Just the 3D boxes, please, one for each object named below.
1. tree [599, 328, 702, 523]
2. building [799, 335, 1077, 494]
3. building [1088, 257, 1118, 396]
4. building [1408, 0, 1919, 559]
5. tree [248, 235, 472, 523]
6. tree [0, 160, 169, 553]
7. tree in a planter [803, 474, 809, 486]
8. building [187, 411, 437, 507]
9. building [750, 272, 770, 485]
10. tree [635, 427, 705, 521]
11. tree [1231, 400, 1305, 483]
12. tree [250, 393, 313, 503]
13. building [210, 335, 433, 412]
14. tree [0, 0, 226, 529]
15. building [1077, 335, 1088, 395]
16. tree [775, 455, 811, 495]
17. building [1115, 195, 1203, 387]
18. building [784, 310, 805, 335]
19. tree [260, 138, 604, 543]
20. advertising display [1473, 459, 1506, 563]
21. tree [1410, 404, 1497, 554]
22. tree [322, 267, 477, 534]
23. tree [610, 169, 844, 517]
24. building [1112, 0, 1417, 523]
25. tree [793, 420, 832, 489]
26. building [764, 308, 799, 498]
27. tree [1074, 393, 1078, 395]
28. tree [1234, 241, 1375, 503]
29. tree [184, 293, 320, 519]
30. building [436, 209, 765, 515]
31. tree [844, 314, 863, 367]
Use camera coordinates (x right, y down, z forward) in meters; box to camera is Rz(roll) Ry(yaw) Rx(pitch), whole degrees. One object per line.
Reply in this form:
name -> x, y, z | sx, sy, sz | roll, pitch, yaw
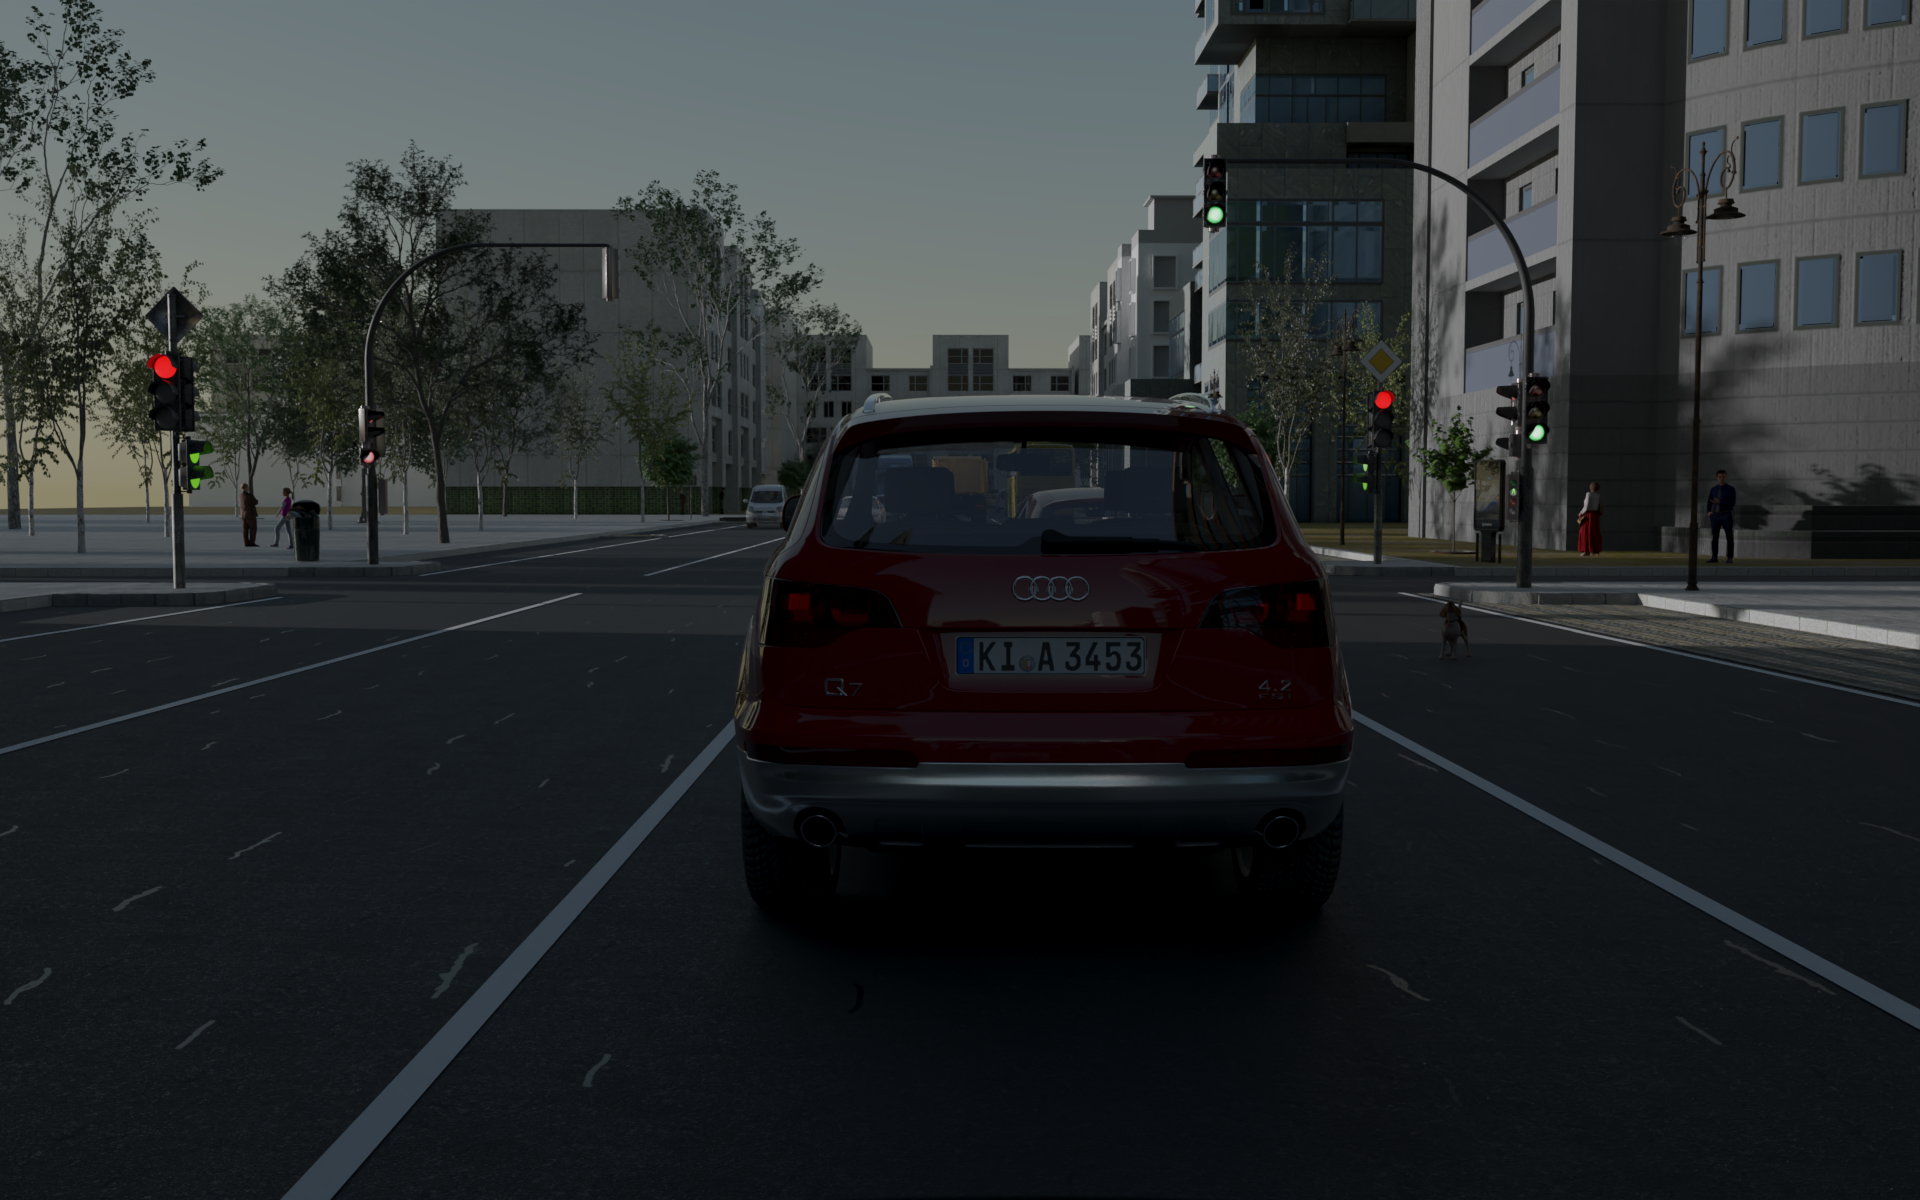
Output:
tree -> -14.053, -7.792, 77.761 | 4.737, 8.622, 4.395 | 0, 3, 0
building -> -3.109, -20.439, 200.635 | 31.486, 18.905, 16.747 | 0, 4, -1
building -> 20.012, -16.552, 137.080 | 16.747, 18.905, 31.486 | 0, 4, -1
building -> 27.699, -30.587, 42.097 | 28.212, 58.520, 21.231 | 0, 4, -1
tree -> -26.368, -9.745, 76.343 | 9.611, 12.733, 9.660 | 0, 3, 0
tree -> -19.430, -5.334, 37.577 | 4.360, 8.622, 3.978 | 0, 3, 0
tree in a planter -> -11.305, -8.323, 133.307 | 1.991, 3.239, 1.994 | 0, 4, -1
building -> -62.898, -14.341, 176.621 | 28.070, 9.664, 9.099 | 0, 4, -1
building -> -24.266, -17.657, 145.119 | 16.016, 20.091, 11.380 | 0, 4, -1
tree -> -14.006, -6.109, 83.591 | 4.285, 4.588, 4.351 | 0, 3, 0
tree -> 10.008, -4.639, 59.567 | 4.285, 4.588, 4.351 | 0, 3, 0
tree -> -39.726, -9.317, 102.694 | 4.360, 8.622, 3.978 | 0, 3, 0
building -> -67.283, -20.432, 200.524 | 31.486, 18.905, 16.747 | 0, 4, -1
tree -> -33.469, -12.605, 61.985 | 12.611, 20.169, 13.585 | 0, 3, 0
building -> 28.886, -20.480, 201.311 | 31.486, 18.905, 16.747 | 0, 4, -1
tree -> -13.833, -9.860, 144.922 | 4.285, 4.588, 4.351 | 0, 3, 0
building -> 18.543, -15.849, 115.554 | 16.016, 20.091, 11.380 | 0, 4, -1
building -> -35.264, -22.136, 205.900 | 32.646, 21.610, 27.936 | 0, 4, -1
tree -> -13.575, -6.774, 45.171 | 8.767, 10.594, 7.601 | -2, 4, -25
advertising display -> 9.920, -1.667, 32.468 | 0.123, 1.923, 0.974 | -1, 4, -11
tree -> 10.754, -2.605, 37.194 | 1.663, 3.219, 1.824 | 0, 3, 0
tree -> -17.863, -6.390, 54.843 | 4.360, 8.622, 3.978 | 0, 3, 0
tree -> -13.677, -14.890, 99.333 | 12.611, 20.169, 13.585 | 0, 3, 0
building -> 20.712, -47.520, 89.617 | 22.319, 86.520, 31.000 | 0, 4, -1
tree -> -14.506, -13.623, 173.101 | 4.360, 8.622, 3.978 | 0, 3, 0
building -> -32.844, -18.757, 173.130 | 31.486, 18.905, 16.747 | 0, 4, -1
tree -> 8.882, -10.666, 124.749 | 4.737, 8.622, 4.395 | 0, 3, 0
tree -> 9.971, -6.194, 51.629 | 4.360, 8.622, 3.978 | 0, 3, 0
tree -> -36.102, -9.943, 88.326 | 9.928, 11.665, 9.643 | 0, 3, 0
building -> -24.227, -15.723, 123.533 | 16.747, 18.905, 31.486 | 0, 4, -1
tree -> -15.532, -18.489, 158.176 | 12.611, 20.169, 13.585 | 0, 3, 0
